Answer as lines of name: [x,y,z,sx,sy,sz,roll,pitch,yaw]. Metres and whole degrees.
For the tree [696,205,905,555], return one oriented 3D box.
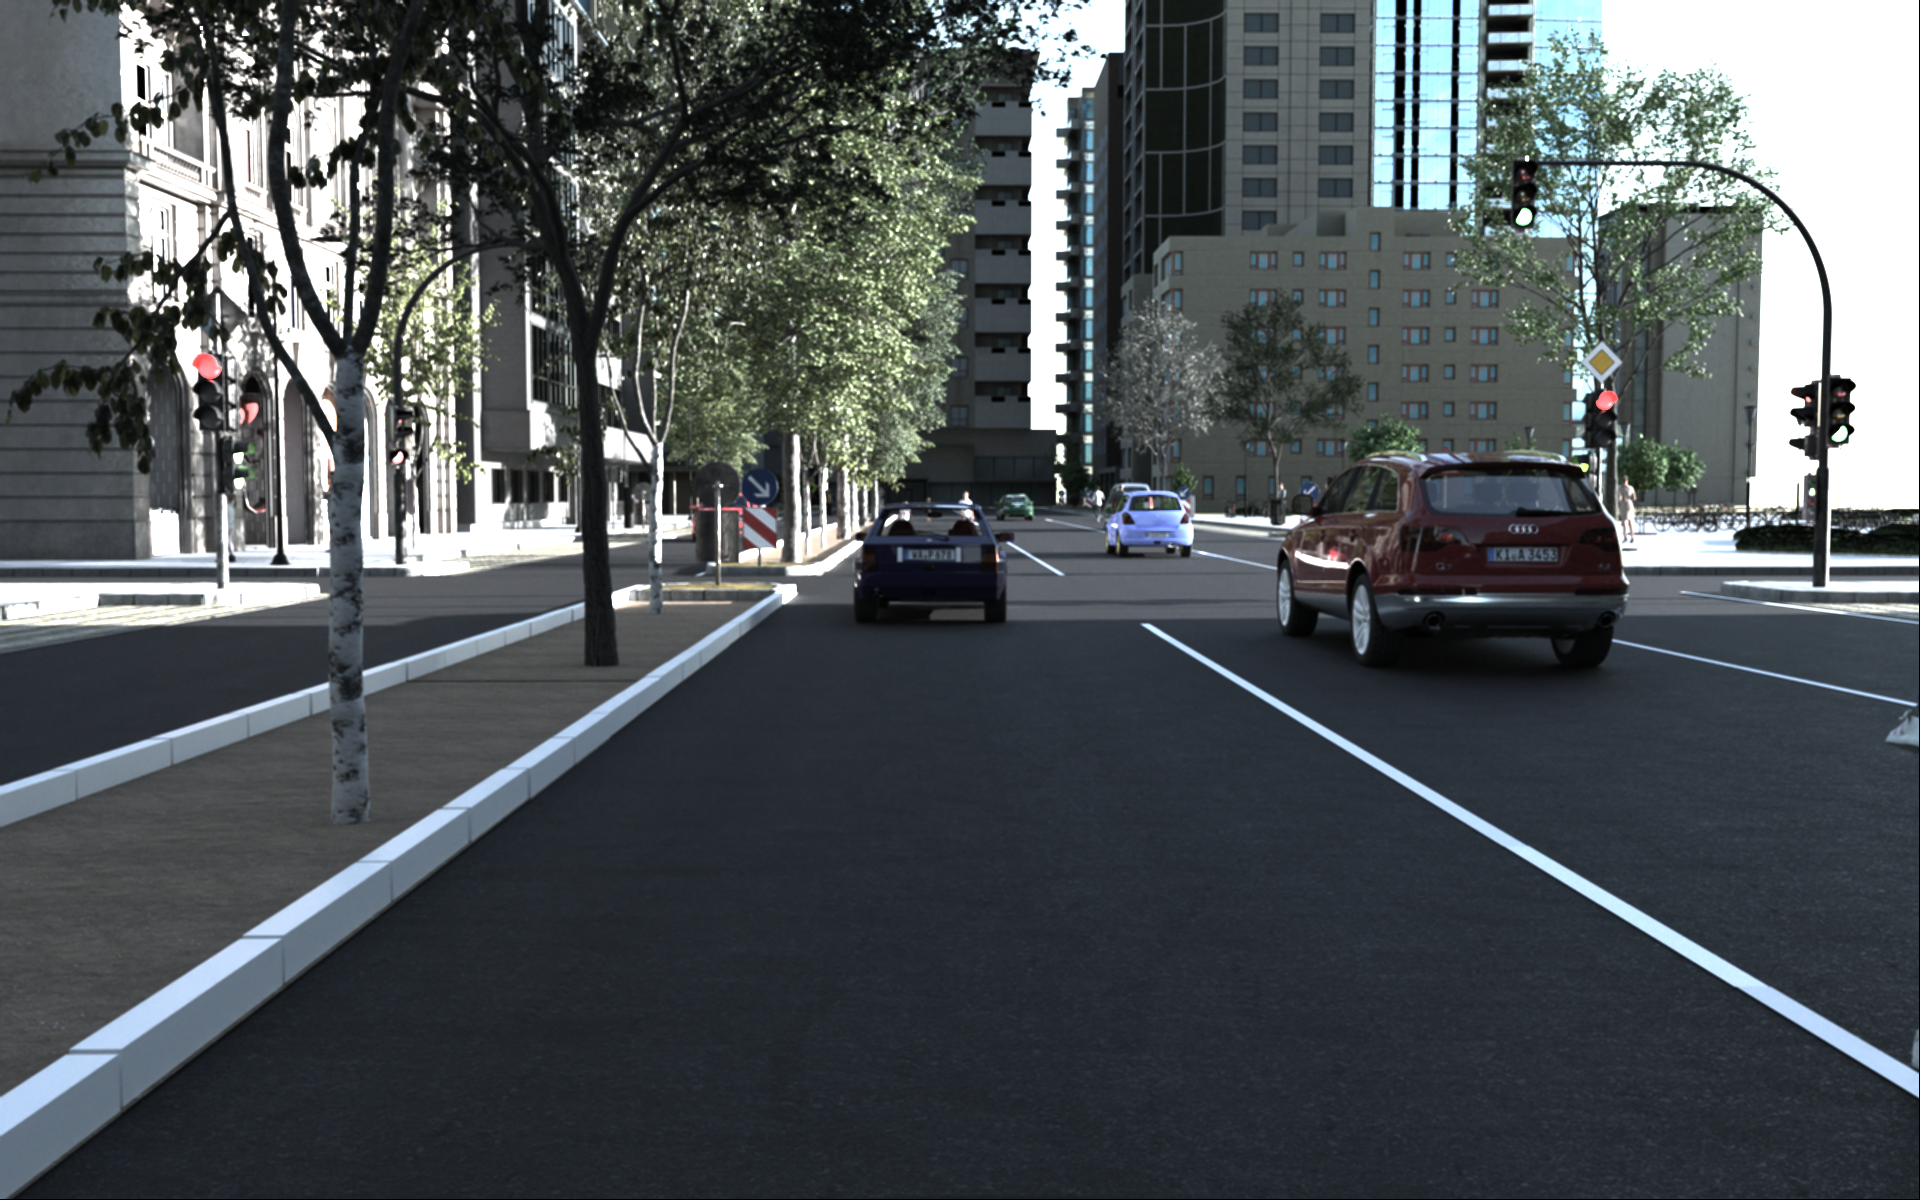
tree: [-3.525,-5.334,40.034,4.737,8.622,4.395,0,3,0]

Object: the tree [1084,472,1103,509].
tree: [11.716,-9.537,150.539,1.663,3.219,1.824,0,3,0]

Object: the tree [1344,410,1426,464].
tree: [16.790,-5.173,68.297,4.285,4.588,4.351,0,3,0]

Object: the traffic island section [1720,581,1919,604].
traffic island section: [11.904,-0.103,23.959,2.009,0.180,2.903,0,4,-1]

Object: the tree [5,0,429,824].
tree: [-2.671,-3.345,7.512,4.360,8.622,3.978,0,3,0]

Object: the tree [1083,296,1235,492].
tree: [12.488,-12.018,106.869,12.009,13.543,11.850,0,3,0]

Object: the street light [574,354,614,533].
street light: [-12.134,-5.197,57.511,1.470,5.913,1.316,0,4,-1]

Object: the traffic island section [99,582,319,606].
traffic island section: [-10.033,-0.077,23.545,2.009,0.180,2.903,0,4,-1]

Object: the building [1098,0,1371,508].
building: [23.753,-43.802,154.410,20.563,71.187,20.611,0,4,-1]

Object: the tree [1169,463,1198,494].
tree: [12.578,-6.401,99.261,1.663,3.219,1.824,0,3,0]

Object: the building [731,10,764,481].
building: [-27.828,-51.138,148.771,22.319,86.520,31.000,0,4,-1]

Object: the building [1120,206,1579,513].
building: [27.549,-17.481,130.858,27.650,21.520,28.899,0,4,-1]

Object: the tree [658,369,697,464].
tree: [-13.618,-8.596,90.911,4.737,8.622,4.395,0,3,0]

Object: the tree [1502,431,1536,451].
tree: [16.952,-3.576,53.075,1.663,3.219,1.824,0,3,0]

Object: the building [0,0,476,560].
building: [-22.125,-12.394,44.440,13.314,21.916,24.055,0,4,-1]

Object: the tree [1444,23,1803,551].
tree: [14.678,-6.939,39.201,9.928,11.665,9.643,0,3,0]

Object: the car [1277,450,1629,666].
car: [4.315,-0.445,15.947,2.281,1.827,5.304,0,4,-1]

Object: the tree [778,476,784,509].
tree: [-15.571,-9.769,154.326,1.663,3.219,1.824,0,3,0]

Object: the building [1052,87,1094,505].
building: [26.056,-35.703,203.352,30.456,49.044,23.786,0,4,-1]

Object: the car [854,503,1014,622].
car: [-0.313,-0.500,20.750,1.945,1.354,3.894,0,4,1]

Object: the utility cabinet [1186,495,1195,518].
utility cabinet: [12.438,-5.034,93.471,0.306,1.237,1.020,0,4,-3]

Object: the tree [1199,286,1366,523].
tree: [14.250,-8.710,76.829,8.767,10.594,7.601,2,4,35]

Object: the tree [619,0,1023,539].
tree: [-4.912,-12.017,54.829,12.611,20.169,13.585,0,3,0]

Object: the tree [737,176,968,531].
tree: [-4.237,-9.617,66.345,9.857,13.997,8.962,0,3,0]

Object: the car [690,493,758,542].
car: [-7.174,-2.704,53.258,2.155,1.783,4.494,0,4,-2]

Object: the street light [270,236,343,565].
street light: [-11.787,-3.591,31.255,1.470,5.913,1.316,0,4,-1]

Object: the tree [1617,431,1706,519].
tree: [35.512,-6.533,90.535,4.285,4.588,4.351,0,3,0]

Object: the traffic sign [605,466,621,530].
traffic sign: [-12.436,-3.667,62.090,0.606,2.300,0.079,0,4,3]

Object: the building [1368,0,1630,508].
building: [48.262,-52.389,169.227,31.000,86.520,22.319,0,4,-1]

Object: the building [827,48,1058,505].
building: [-2.972,-37.705,205.718,27.495,52.752,28.713,0,4,-1]

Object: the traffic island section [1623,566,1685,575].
traffic island section: [11.751,-0.591,31.942,2.009,0.180,2.903,0,4,-1]

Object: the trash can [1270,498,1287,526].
trash can: [13.007,-3.619,70.821,0.748,1.137,0.748,0,3,0]

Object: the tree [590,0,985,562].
tree: [-3.391,-6.919,33.716,7.486,12.596,7.792,0,3,0]

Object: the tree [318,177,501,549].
tree: [-12.671,-5.486,40.064,4.737,8.622,4.395,0,3,0]

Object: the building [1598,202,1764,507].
building: [70.975,-24.692,175.415,14.107,30.474,14.160,0,4,-1]

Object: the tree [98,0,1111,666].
tree: [-2.970,-4.745,14.456,8.767,10.594,7.601,0,4,-1]

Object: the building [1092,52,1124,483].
building: [20.906,-32.005,173.384,14.600,45.320,14.200,0,4,-1]

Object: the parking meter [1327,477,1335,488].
parking meter: [12.784,-3.275,59.252,0.399,1.863,0.255,0,4,-7]

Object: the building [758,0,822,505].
building: [-27.090,-46.651,201.002,20.611,71.187,20.563,0,4,-1]

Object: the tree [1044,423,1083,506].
tree: [10.967,-13.998,179.231,4.737,8.622,4.395,0,3,0]

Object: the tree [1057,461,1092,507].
tree: [11.316,-11.617,173.647,4.285,4.588,4.351,0,3,0]

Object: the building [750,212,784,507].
building: [-24.151,-24.559,173.235,14.107,30.474,14.160,0,4,-1]

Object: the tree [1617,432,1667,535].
tree: [21.351,-3.672,54.636,1.663,3.219,1.824,0,3,0]

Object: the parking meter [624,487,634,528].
parking meter: [-12.391,-3.452,64.844,0.372,1.533,0.369,0,3,0]

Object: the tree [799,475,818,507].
tree: [-15.903,-11.554,183.516,1.663,3.219,1.824,0,3,0]

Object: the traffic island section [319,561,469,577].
traffic island section: [-10.186,-0.566,31.529,2.009,0.180,2.903,0,4,-1]

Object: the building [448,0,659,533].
building: [-21.921,-15.457,71.792,14.314,24.678,30.058,0,4,-1]

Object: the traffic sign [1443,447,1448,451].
traffic sign: [13.451,-2.940,48.070,0.884,2.594,0.081,0,4,-1]

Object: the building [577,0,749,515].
building: [-26.386,-28.471,120.129,22.147,44.769,28.867,0,4,-1]

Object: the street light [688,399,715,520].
street light: [-12.630,-6.849,84.524,1.470,5.913,1.316,0,4,-1]

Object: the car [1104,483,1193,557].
car: [4.393,-1.902,40.681,1.945,1.707,3.694,0,4,-1]
